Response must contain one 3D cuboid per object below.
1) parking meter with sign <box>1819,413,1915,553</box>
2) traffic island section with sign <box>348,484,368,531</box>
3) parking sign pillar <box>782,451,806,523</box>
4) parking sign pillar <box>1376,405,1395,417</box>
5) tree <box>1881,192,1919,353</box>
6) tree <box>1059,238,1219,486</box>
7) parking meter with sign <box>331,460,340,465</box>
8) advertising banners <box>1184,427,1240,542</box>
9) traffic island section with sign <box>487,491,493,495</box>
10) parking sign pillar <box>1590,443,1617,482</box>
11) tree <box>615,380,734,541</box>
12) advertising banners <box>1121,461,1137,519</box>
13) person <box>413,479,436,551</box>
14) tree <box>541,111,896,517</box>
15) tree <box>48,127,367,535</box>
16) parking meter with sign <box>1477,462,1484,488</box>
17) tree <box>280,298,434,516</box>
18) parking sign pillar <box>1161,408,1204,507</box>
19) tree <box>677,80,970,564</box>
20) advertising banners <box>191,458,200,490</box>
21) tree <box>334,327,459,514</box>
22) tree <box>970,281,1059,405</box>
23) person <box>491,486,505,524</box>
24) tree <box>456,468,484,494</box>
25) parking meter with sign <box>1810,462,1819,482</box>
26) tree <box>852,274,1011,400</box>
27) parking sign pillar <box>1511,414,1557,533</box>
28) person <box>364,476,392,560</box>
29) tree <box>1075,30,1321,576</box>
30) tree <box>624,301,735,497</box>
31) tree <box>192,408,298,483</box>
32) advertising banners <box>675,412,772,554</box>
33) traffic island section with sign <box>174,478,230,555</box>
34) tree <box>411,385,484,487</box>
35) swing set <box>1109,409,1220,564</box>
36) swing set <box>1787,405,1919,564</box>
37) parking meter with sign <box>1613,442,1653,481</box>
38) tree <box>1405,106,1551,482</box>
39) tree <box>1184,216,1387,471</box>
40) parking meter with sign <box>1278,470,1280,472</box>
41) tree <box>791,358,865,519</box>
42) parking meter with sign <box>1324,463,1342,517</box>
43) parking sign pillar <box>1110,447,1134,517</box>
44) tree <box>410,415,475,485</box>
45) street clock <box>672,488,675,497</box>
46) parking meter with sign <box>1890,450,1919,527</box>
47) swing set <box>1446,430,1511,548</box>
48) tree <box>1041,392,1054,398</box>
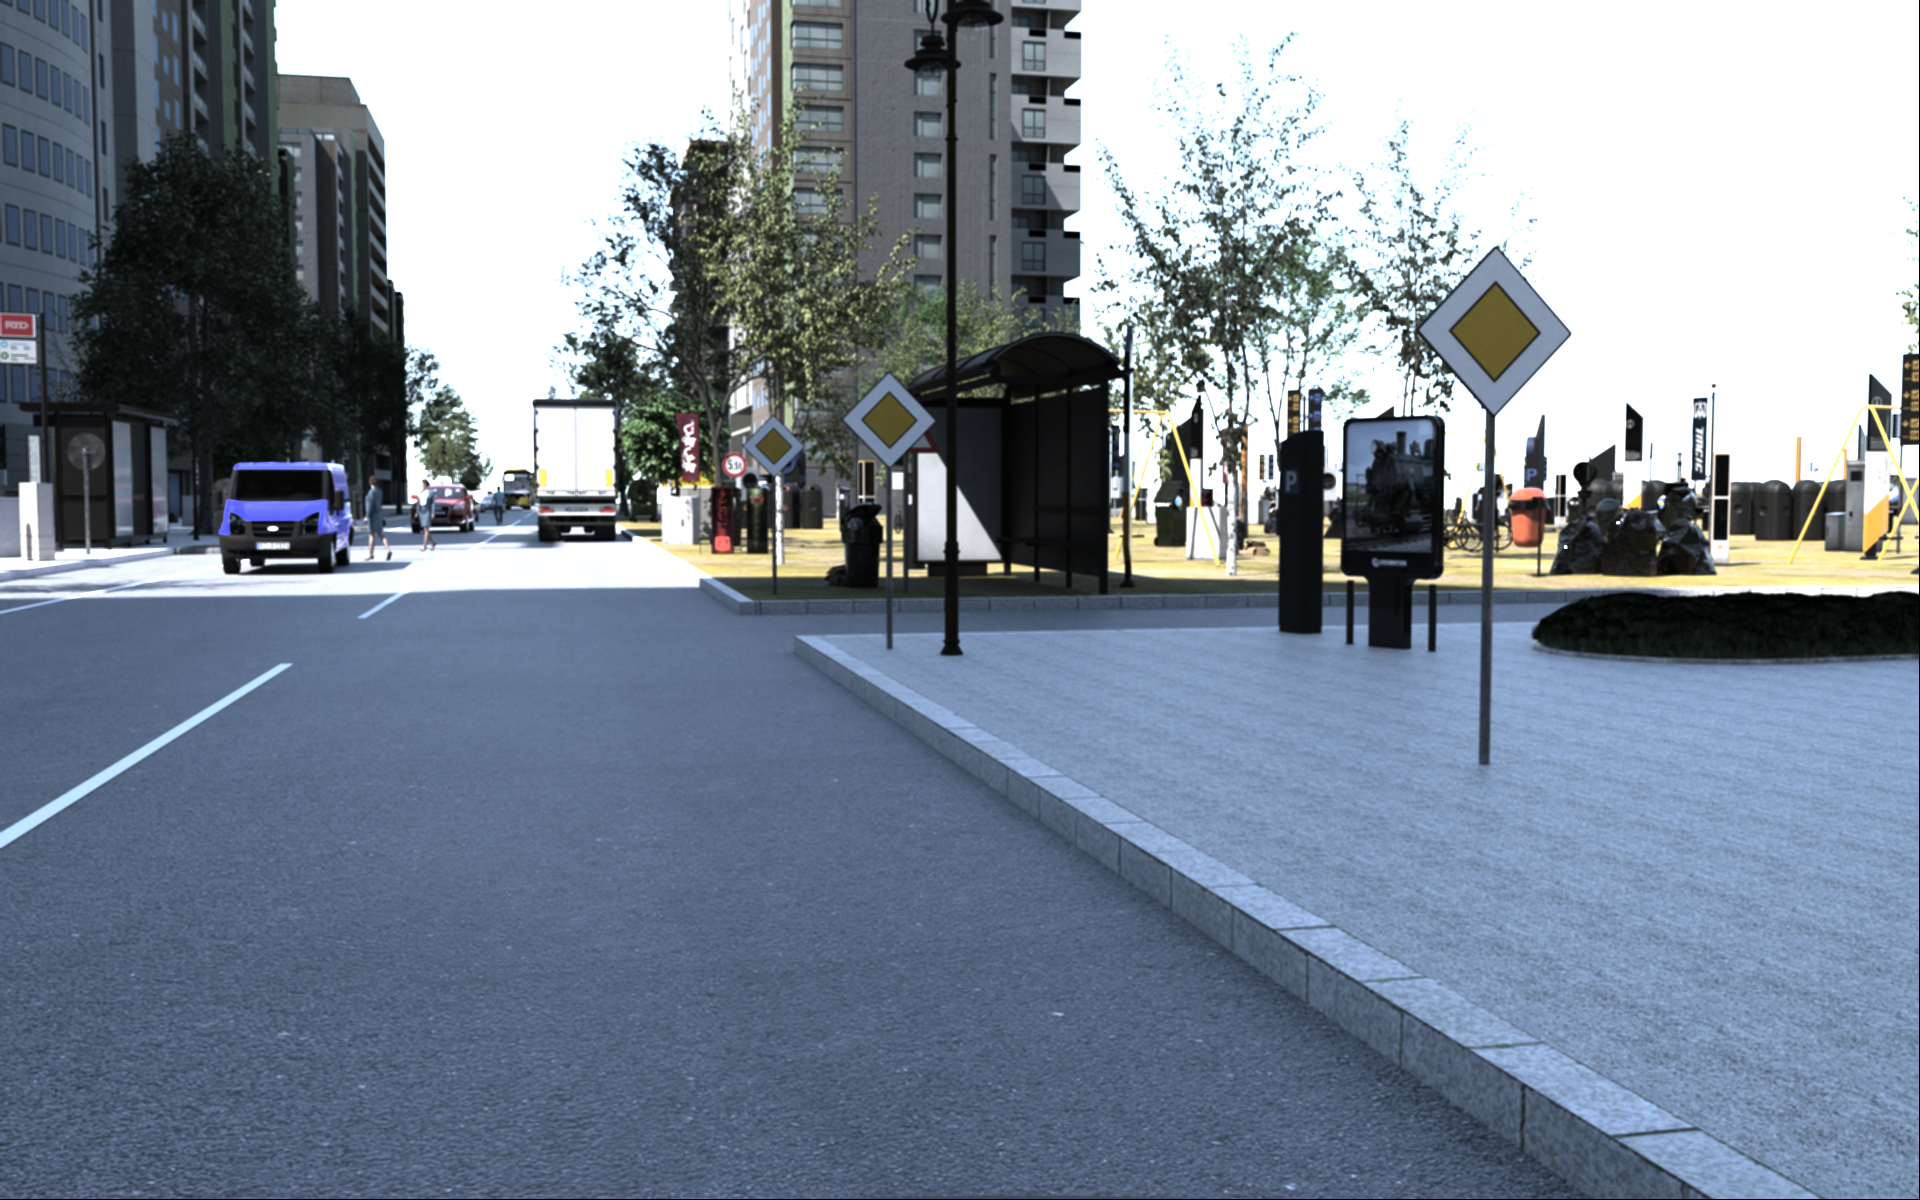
[{"bbox_3d":[19.986,-2.566,38.223,0.543,3.016,1.738,-2,4,-26],"label":"parking meter with sign"},{"bbox_3d":[-23.886,-3.655,68.390,1.989,1.847,2.006,-1,4,-13],"label":"traffic island section with sign"},{"bbox_3d":[-7.530,-5.470,77.899,1.447,3.967,1.447,3,5,42],"label":"parking sign pillar"},{"bbox_3d":[12.438,-3.910,52.393,1.447,3.967,1.447,0,4,6],"label":"parking sign pillar"},{"bbox_3d":[22.937,-5.425,39.064,4.737,8.622,4.395,0,3,0],"label":"tree"},{"bbox_3d":[5.586,-6.039,49.100,4.737,8.622,4.395,0,3,0],"label":"tree"},{"bbox_3d":[-32.392,-5.643,88.523,1.738,3.016,0.543,3,5,40],"label":"parking meter with sign"},{"bbox_3d":[6.473,-3.042,45.920,2.074,3.025,0.090,2,4,34],"label":"advertising banners"},{"bbox_3d":[-53.568,-11.569,197.788,1.989,1.847,2.006,-1,4,-13],"label":"traffic island section with sign"},{"bbox_3d":[34.083,-6.322,91.831,1.447,3.967,1.447,2,4,30],"label":"parking sign pillar"},{"bbox_3d":[-7.849,-3.917,47.752,4.285,4.588,4.351,0,3,0],"label":"tree"},{"bbox_3d":[8.863,-5.769,90.511,0.090,3.025,2.074,2,4,27],"label":"advertising banners"},{"bbox_3d":[-13.434,-2.153,43.718,0.581,1.822,0.654,2,4,34],"label":"person"},{"bbox_3d":[-5.729,-6.560,41.661,8.767,10.594,7.601,0,4,-4],"label":"tree"},{"bbox_3d":[-23.713,-8.408,54.482,9.611,12.733,9.660,0,3,0],"label":"tree"},{"bbox_3d":[28.766,-5.938,93.355,0.543,3.016,1.738,-3,5,-43],"label":"parking meter with sign"},{"bbox_3d":[-29.397,-9.020,81.896,7.601,10.594,8.767,0,4,-3],"label":"tree"},{"bbox_3d":[6.960,-4.023,54.251,1.447,3.967,1.447,-1,4,-20],"label":"parking sign pillar"},{"bbox_3d":[-3.097,-4.954,31.355,4.737,8.622,4.395,0,3,0],"label":"tree"},{"bbox_3d":[-36.464,-5.365,83.901,0.090,3.025,2.074,1,4,18],"label":"advertising banners"},{"bbox_3d":[-35.696,-11.229,109.350,9.928,11.665,9.643,0,3,0],"label":"tree"},{"bbox_3d":[1.012,-6.648,59.061,4.737,8.622,4.395,0,3,0],"label":"tree"},{"bbox_3d":[-21.795,-4.483,81.808,0.660,1.820,0.620,-3,4,-37],"label":"person"},{"bbox_3d":[-58.904,-13.744,208.435,4.285,4.588,4.351,0,3,0],"label":"tree"},{"bbox_3d":[46.310,-5.893,92.615,0.543,3.016,1.738,-1,4,-19],"label":"parking meter with sign"},{"bbox_3d":[-1.301,-9.566,82.157,9.928,11.665,9.643,0,3,0],"label":"tree"},{"bbox_3d":[19.210,-4.244,57.854,1.447,3.967,1.447,2,4,27],"label":"parking sign pillar"},{"bbox_3d":[-12.577,-1.762,37.329,0.654,1.822,0.581,2,4,27],"label":"person"},{"bbox_3d":[4.045,-4.687,26.994,4.360,8.622,3.978,0,3,0],"label":"tree"},{"bbox_3d":[-10.949,-7.078,66.081,4.360,8.622,3.978,0,3,0],"label":"tree"},{"bbox_3d":[-25.969,-4.863,63.220,4.285,4.588,4.351,0,3,0],"label":"tree"},{"bbox_3d":[-5.059,-2.500,37.062,2.074,3.025,0.090,0,4,4],"label":"advertising banners"},{"bbox_3d":[-17.862,-2.048,42.114,1.989,1.847,2.006,-1,4,-13],"label":"traffic island section with sign"},{"bbox_3d":[-53.284,-16.037,180.324,7.486,12.596,7.792,0,3,0],"label":"tree"},{"bbox_3d":[2.878,-2.111,32.138,3.119,2.851,2.862,-3,4,-37],"label":"swing set"},{"bbox_3d":[17.031,-2.051,31.151,3.119,2.851,2.862,-2,4,-31],"label":"swing set"},{"bbox_3d":[22.327,-3.792,58.266,1.738,3.016,0.543,1,4,18],"label":"parking meter with sign"},{"bbox_3d":[8.902,-5.053,32.975,4.360,8.622,3.978,0,3,0],"label":"tree"},{"bbox_3d":[12.316,-8.576,65.965,9.928,11.665,9.643,0,3,0],"label":"tree"},{"bbox_3d":[17.785,-5.921,93.075,0.543,3.016,1.738,3,5,44],"label":"parking meter with sign"},{"bbox_3d":[-6.327,-8.429,88.183,4.360,8.622,3.978,0,3,0],"label":"tree"},{"bbox_3d":[20.710,-6.143,96.694,0.543,3.016,1.738,-1,4,-19],"label":"parking meter with sign"},{"bbox_3d":[9.302,-6.784,99.383,1.447,3.967,1.447,0,4,3],"label":"parking sign pillar"},{"bbox_3d":[-48.237,-12.792,159.517,4.737,8.622,4.395,0,3,0],"label":"tree"},{"bbox_3d":[-14.876,-5.190,89.430,0.471,2.002,0.358,-3,5,-39],"label":"street clock"},{"bbox_3d":[39.675,-4.647,72.239,1.738,3.016,0.543,3,5,44],"label":"parking meter with sign"},{"bbox_3d":[12.098,-2.797,43.348,2.862,2.851,3.119,-3,4,-38],"label":"swing set"},{"bbox_3d":[5.449,-7.378,70.994,4.360,8.622,3.978,0,3,0],"label":"tree"}]
